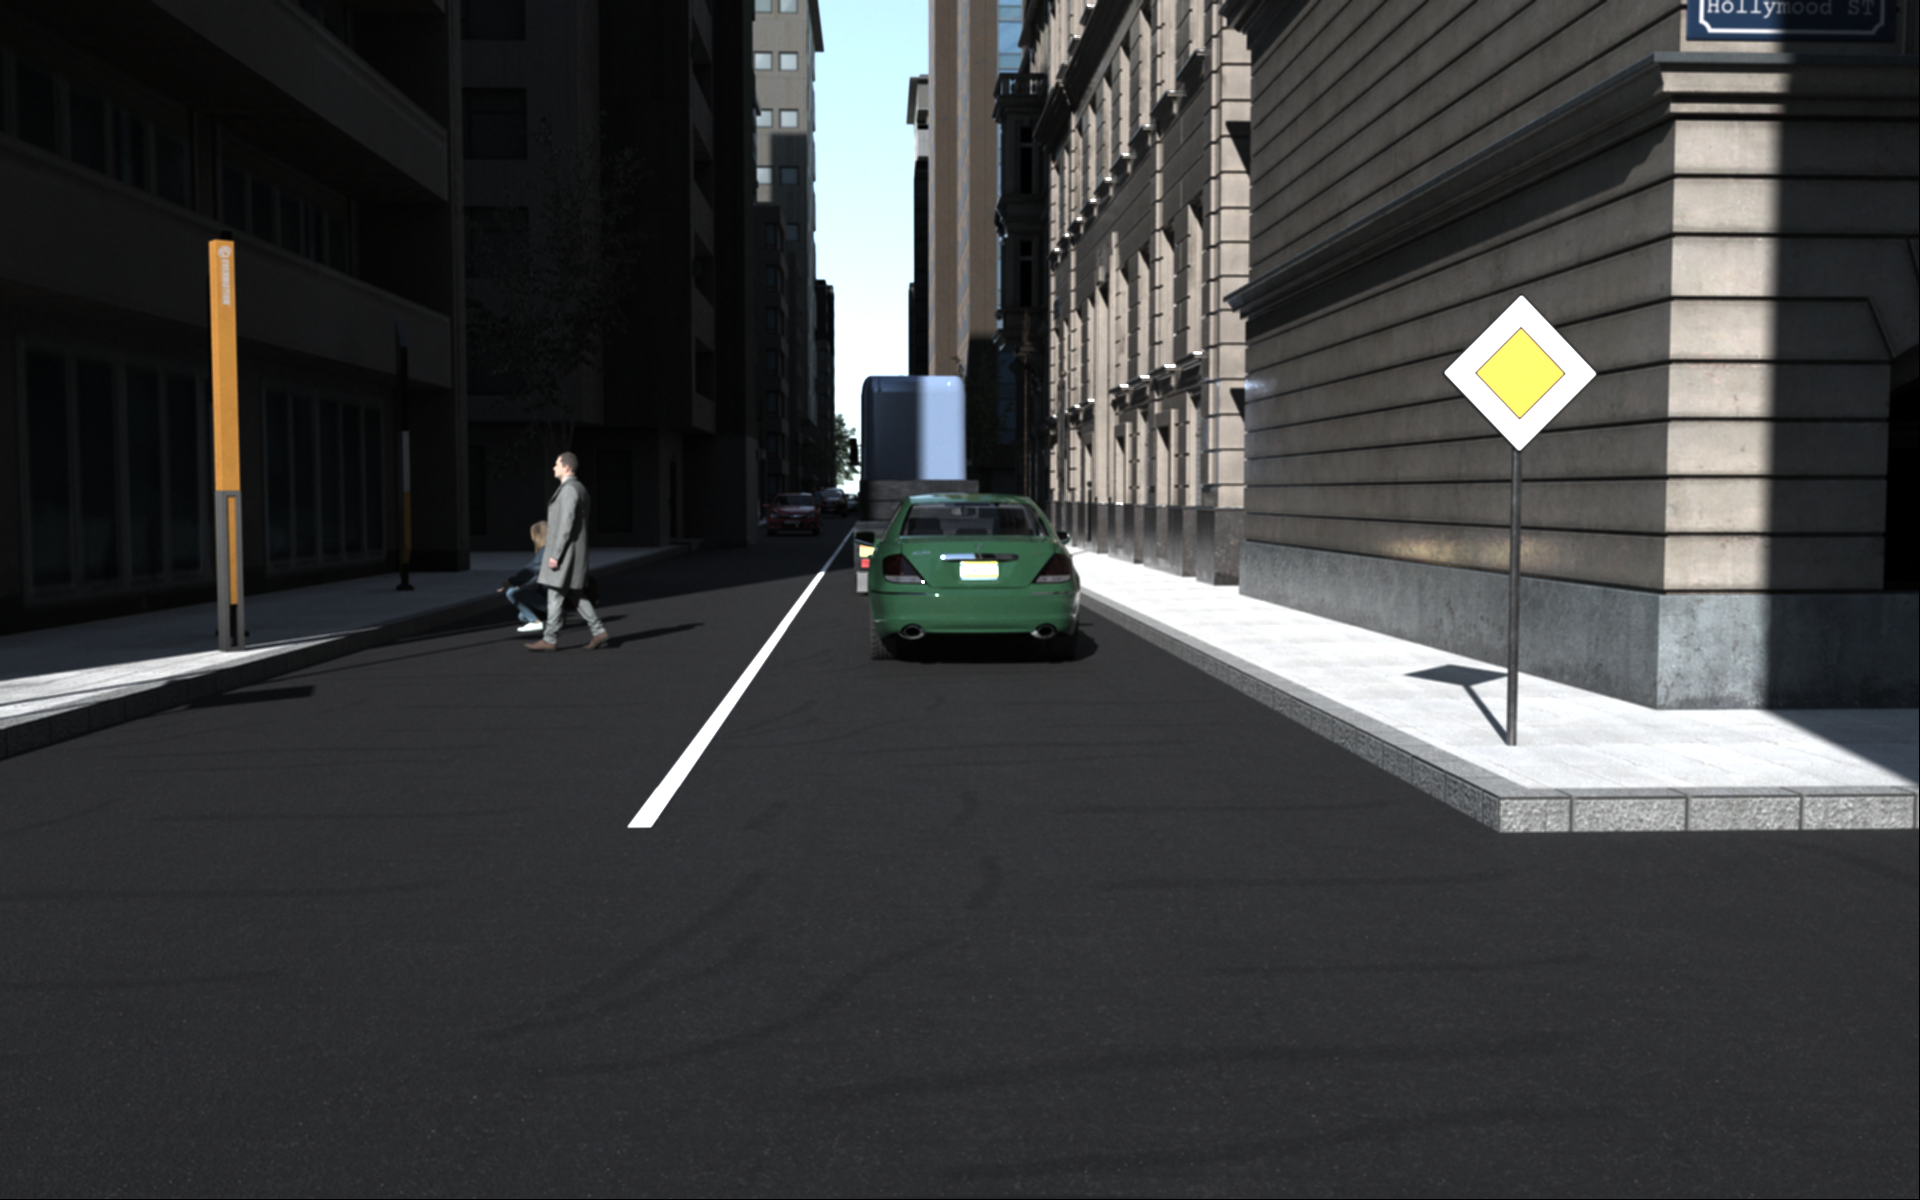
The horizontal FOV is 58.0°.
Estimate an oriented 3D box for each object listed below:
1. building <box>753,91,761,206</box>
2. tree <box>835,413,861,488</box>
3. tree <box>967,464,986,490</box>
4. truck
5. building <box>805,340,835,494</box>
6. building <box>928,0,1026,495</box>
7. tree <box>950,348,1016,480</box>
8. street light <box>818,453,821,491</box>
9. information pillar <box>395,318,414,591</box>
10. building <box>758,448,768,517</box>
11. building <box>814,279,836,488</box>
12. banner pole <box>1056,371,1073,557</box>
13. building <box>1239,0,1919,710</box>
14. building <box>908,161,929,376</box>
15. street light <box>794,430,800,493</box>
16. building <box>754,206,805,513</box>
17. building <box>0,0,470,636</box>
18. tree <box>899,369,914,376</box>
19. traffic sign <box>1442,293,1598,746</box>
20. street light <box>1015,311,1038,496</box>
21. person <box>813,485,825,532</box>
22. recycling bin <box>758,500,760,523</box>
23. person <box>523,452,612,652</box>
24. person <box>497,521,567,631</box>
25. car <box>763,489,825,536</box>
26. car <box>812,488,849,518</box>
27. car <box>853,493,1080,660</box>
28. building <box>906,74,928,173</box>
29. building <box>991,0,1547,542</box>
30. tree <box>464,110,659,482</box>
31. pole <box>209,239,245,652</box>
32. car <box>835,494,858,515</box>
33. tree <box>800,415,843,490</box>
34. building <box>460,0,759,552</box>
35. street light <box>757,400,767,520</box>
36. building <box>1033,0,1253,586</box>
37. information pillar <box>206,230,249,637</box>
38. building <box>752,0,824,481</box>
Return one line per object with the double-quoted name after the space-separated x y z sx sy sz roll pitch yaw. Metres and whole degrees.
-29.550 -27.624 143.531 32.217 40.220 23.993 0 4 -3 "building"
-17.427 -19.839 242.487 7.486 12.596 7.792 0 3 0 "tree"
0.298 -5.989 92.522 1.663 3.219 1.824 0 3 0 "tree"
-0.754 -2.681 33.588 2.967 4.110 18.799 0 4 -3 "truck"
-29.306 -22.215 208.258 27.650 21.520 28.899 0 4 -3 "building"
5.021 -28.373 114.014 14.600 45.320 14.200 0 4 -3 "building"
0.740 -8.429 88.176 4.737 8.622 4.395 0 3 0 "tree"
-13.741 -11.968 168.457 0.468 5.910 1.993 0 4 -3 "street light"
-7.390 -1.935 22.993 0.183 3.616 0.504 -2 4 -26 "information pillar"
-21.009 -39.972 91.800 20.563 71.187 20.611 0 4 -3 "building"
-23.794 -28.014 229.731 14.160 30.474 14.107 0 4 -3 "building"
2.042 -2.752 35.010 0.401 3.779 0.863 1 4 15 "banner pole"
20.808 -12.011 15.462 34.723 24.649 14.460 0 4 -3 "building"
2.909 -23.325 153.063 14.160 30.474 14.107 0 4 -3 "building"
-11.644 -9.263 124.244 0.468 5.910 1.993 0 4 -3 "street light"
-25.240 -16.687 117.879 27.650 21.520 28.899 0 4 -3 "building"
-18.437 -24.047 16.864 21.300 48.544 21.600 0 4 -3 "building"
-4.359 -15.815 168.940 12.009 13.543 11.850 0 3 0 "tree"
2.812 -0.314 8.776 0.795 2.450 0.064 0 4 -3 "traffic sign"
1.660 -4.342 43.784 0.468 5.910 1.993 0 4 -3 "street light"
-5.251 -3.398 64.395 0.444 1.785 0.601 1 4 16 "person"
-9.321 -3.956 77.235 0.722 1.027 0.722 0 4 2 "recycling bin"
-3.601 -0.442 15.833 0.767 1.812 0.694 0 3 0 "person"
-4.515 -0.254 18.150 0.738 1.151 1.012 1 4 8 "person"
-5.817 -3.165 60.784 2.155 1.783 4.494 0 4 -4 "car"
-7.996 -6.026 107.205 2.281 1.827 5.304 0 4 -2 "car"
0.048 -0.283 16.433 2.131 1.459 4.920 0 4 -3 "car"
7.922 -38.302 215.470 28.713 52.752 27.495 0 4 -3 "building"
8.542 -15.118 66.259 14.460 24.649 34.723 0 4 -3 "building"
-7.766 -5.061 33.111 4.360 8.622 3.978 0 3 0 "tree"
-5.946 -1.235 14.044 0.158 3.312 0.155 0 3 0 "pole"
-7.835 -6.828 120.439 1.959 1.807 4.718 0 4 -5 "car"
-13.144 -12.866 160.719 4.360 8.622 3.978 0 3 0 "tree"
-12.691 -16.625 43.520 14.160 30.474 14.107 0 4 -3 "building"
-9.766 -6.864 85.019 0.468 5.910 1.993 0 4 -3 "street light"
8.616 -14.586 35.744 12.463 27.353 25.104 0 4 -3 "building"
-6.636 -1.484 15.619 0.183 3.616 0.504 -3 5 -41 "information pillar"
-28.686 -36.081 179.158 28.713 52.752 27.495 0 4 -3 "building"
